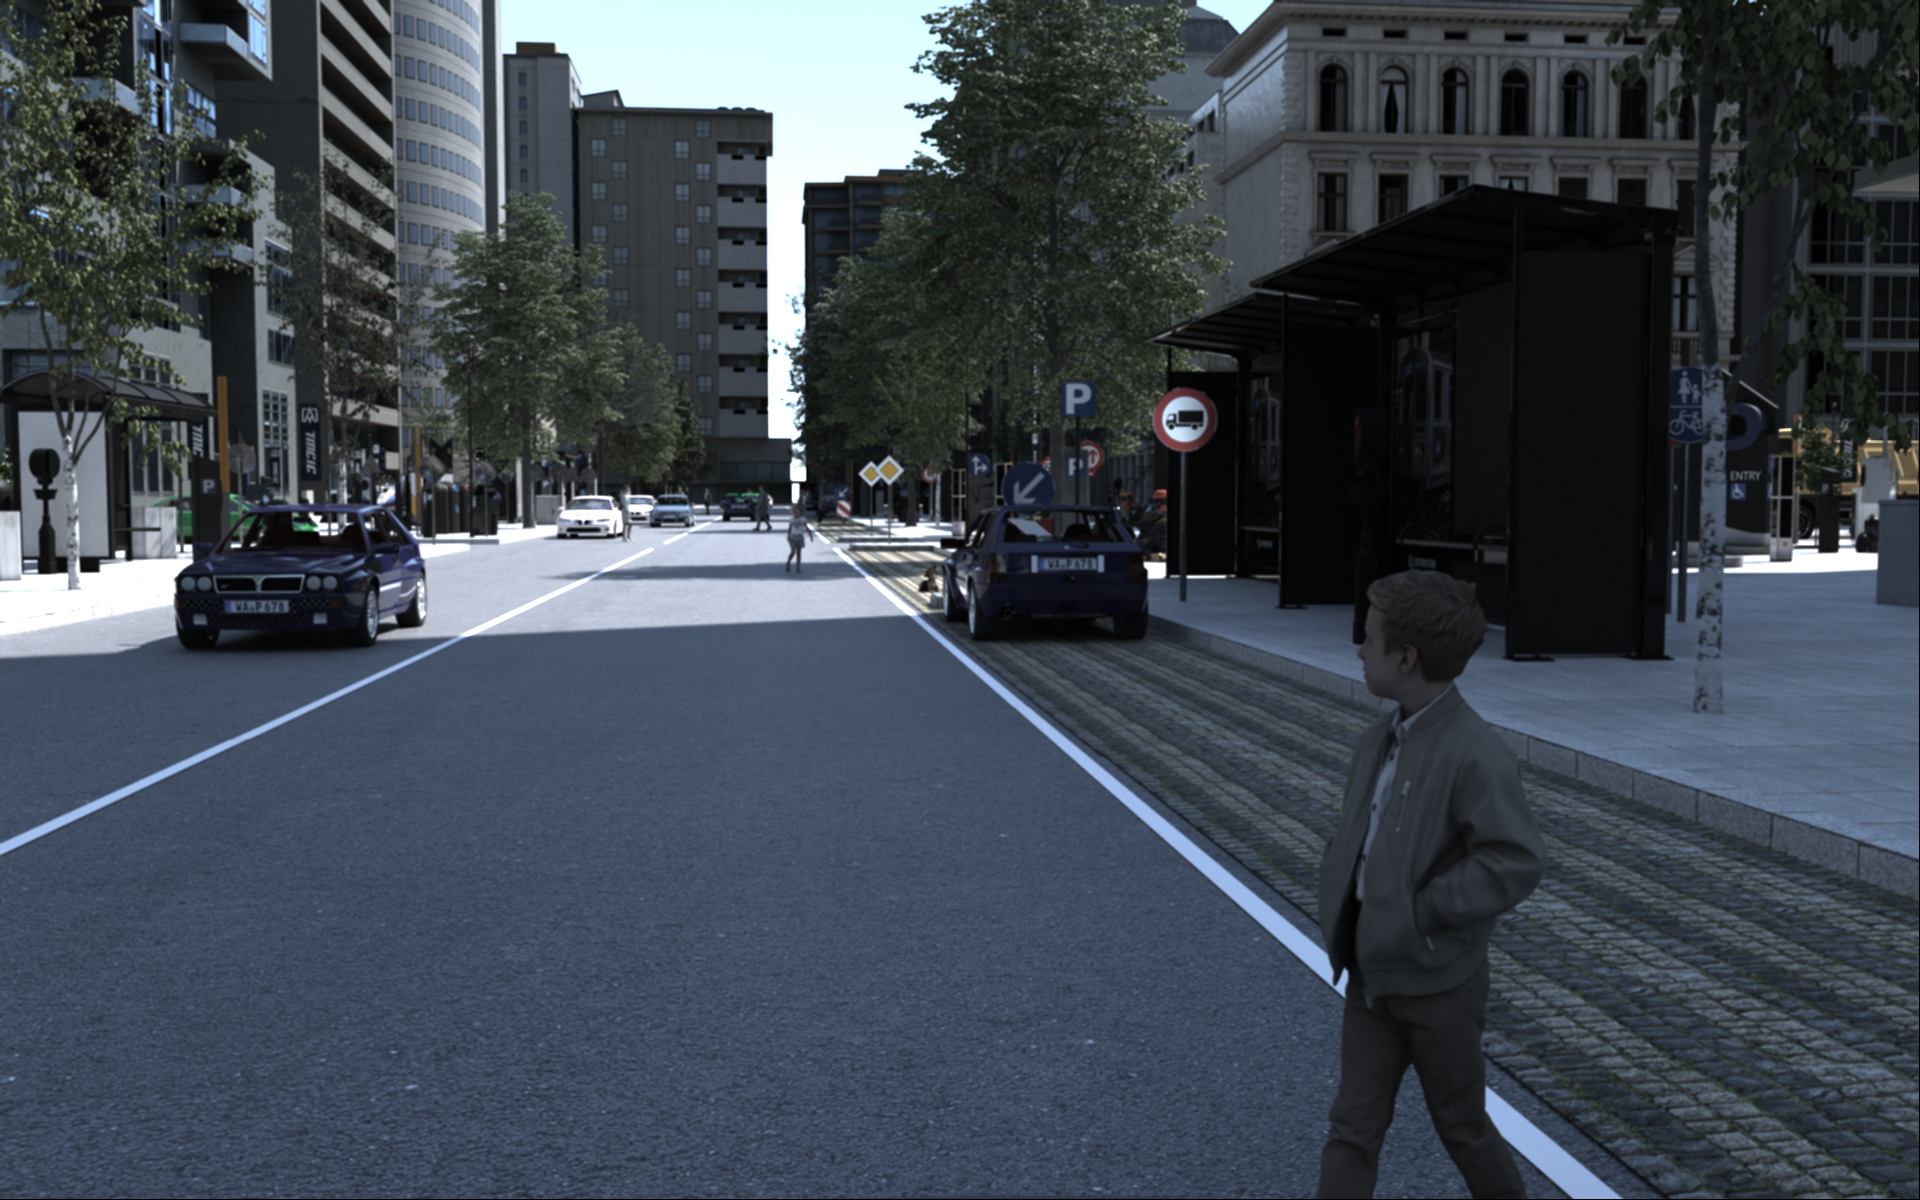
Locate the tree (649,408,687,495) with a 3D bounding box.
[{"bbox_3d":[-25.127,-12.014,146.791,4.737,8.622,4.395,0,3,0],"label":"tree"}]

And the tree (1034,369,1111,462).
[{"bbox_3d":[6.600,-8.875,95.461,4.360,8.622,3.978,0,3,0],"label":"tree"}]

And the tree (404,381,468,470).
[{"bbox_3d":[-34.365,-10.016,114.120,4.737,8.622,4.395,0,3,0],"label":"tree"}]

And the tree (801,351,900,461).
[{"bbox_3d":[-6.572,-11.594,115.311,9.928,11.665,9.643,0,3,0],"label":"tree"}]

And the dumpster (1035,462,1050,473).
[{"bbox_3d":[2.503,-3.108,53.314,1.502,2.255,1.985,0,4,-6],"label":"dumpster"}]

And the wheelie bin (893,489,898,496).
[{"bbox_3d":[-4.369,-6.602,115.846,0.693,1.594,0.980,0,4,6],"label":"wheelie bin"}]

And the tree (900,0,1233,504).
[{"bbox_3d":[1.731,-7.168,35.329,7.486,12.596,7.792,0,3,0],"label":"tree"}]

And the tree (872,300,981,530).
[{"bbox_3d":[-0.901,-6.842,62.221,4.737,8.622,4.395,0,3,0],"label":"tree"}]

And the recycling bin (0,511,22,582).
[{"bbox_3d":[-14.374,-0.793,25.517,0.722,1.027,0.722,2,4,30],"label":"recycling bin"}]

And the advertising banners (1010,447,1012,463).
[{"bbox_3d":[2.005,-4.168,64.342,0.090,3.025,2.074,0,4,-5],"label":"advertising banners"}]

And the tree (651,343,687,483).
[{"bbox_3d":[-22.424,-12.053,115.198,7.486,12.596,7.792,0,3,0],"label":"tree"}]

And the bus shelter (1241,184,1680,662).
[{"bbox_3d":[4.399,-1.533,16.340,1.731,3.624,6.357,0,4,-6],"label":"bus shelter"}]

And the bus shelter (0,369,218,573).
[{"bbox_3d":[-14.938,-2.252,30.744,2.014,3.302,5.546,0,4,-6],"label":"bus shelter"}]

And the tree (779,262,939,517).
[{"bbox_3d":[-5.143,-11.547,95.445,9.857,13.997,8.962,0,3,0],"label":"tree"}]

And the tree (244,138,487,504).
[{"bbox_3d":[-13.032,-5.302,37.057,4.360,8.622,3.978,0,3,0],"label":"tree"}]

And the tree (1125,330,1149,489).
[{"bbox_3d":[8.633,-7.536,73.568,4.360,8.622,3.978,0,3,0],"label":"tree"}]

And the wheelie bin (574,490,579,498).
[{"bbox_3d":[-26.300,-6.877,120.340,0.980,1.594,0.693,-2,4,-29],"label":"wheelie bin"}]

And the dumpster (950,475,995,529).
[{"bbox_3d":[0.408,-2.905,53.252,1.264,1.857,1.865,0,4,-6],"label":"dumpster"}]

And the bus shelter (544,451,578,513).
[{"bbox_3d":[-20.486,-6.619,85.858,2.179,5.291,8.768,0,4,-6],"label":"bus shelter"}]

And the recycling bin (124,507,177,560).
[{"bbox_3d":[-16.011,-1.327,34.247,0.722,1.027,0.722,2,4,34],"label":"recycling bin"}]

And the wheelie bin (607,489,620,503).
[{"bbox_3d":[-22.292,-6.345,111.648,0.693,1.594,0.980,1,4,13],"label":"wheelie bin"}]

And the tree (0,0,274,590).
[{"bbox_3d":[-11.628,-4.431,22.816,4.737,8.622,4.395,0,3,0],"label":"tree"}]

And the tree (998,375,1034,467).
[{"bbox_3d":[4.693,-9.350,103.233,4.360,8.622,3.978,0,3,0],"label":"tree"}]

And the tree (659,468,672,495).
[{"bbox_3d":[-28.085,-13.221,166.528,4.360,8.622,3.978,0,3,0],"label":"tree"}]

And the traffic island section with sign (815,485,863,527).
[{"bbox_3d":[-5.302,-4.165,76.720,1.989,1.847,2.006,0,4,-6],"label":"traffic island section with sign"}]

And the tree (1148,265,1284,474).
[{"bbox_3d":[8.927,-6.473,56.204,4.360,8.622,3.978,0,3,0],"label":"tree"}]

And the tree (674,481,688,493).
[{"bbox_3d":[-31.366,-12.233,194.618,1.663,3.219,1.824,0,3,0],"label":"tree"}]

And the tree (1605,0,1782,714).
[{"bbox_3d":[4.581,-3.634,9.773,4.737,8.622,4.395,0,3,0],"label":"tree"}]

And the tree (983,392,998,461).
[{"bbox_3d":[3.366,-10.306,118.862,4.360,8.622,3.978,0,3,0],"label":"tree"}]

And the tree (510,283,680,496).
[{"bbox_3d":[-21.094,-11.696,101.598,12.009,13.543,11.850,0,3,0],"label":"tree"}]

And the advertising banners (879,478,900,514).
[{"bbox_3d":[-4.379,-6.948,109.789,2.074,3.025,0.090,-3,5,-40],"label":"advertising banners"}]

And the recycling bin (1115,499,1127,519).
[{"bbox_3d":[8.331,-4.793,90.924,0.722,1.027,0.722,-1,4,-11],"label":"recycling bin"}]

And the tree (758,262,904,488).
[{"bbox_3d":[-9.957,-17.500,142.008,12.611,20.169,13.585,0,3,0],"label":"tree"}]

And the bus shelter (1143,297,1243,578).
[{"bbox_3d":[3.960,-1.962,23.359,1.731,3.624,6.357,0,4,-6],"label":"bus shelter"}]

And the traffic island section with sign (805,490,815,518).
[{"bbox_3d":[-8.289,-5.832,103.987,1.989,1.847,2.006,0,4,-6],"label":"traffic island section with sign"}]

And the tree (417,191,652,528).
[{"bbox_3d":[-16.246,-8.972,64.821,7.486,12.596,7.792,0,3,0],"label":"tree"}]

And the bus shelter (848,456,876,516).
[{"bbox_3d":[-6.144,-7.061,106.733,1.731,3.624,6.357,0,4,-6],"label":"bus shelter"}]

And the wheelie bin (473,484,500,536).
[{"bbox_3d":[-14.682,-2.803,53.744,0.693,1.594,0.980,2,4,34],"label":"wheelie bin"}]

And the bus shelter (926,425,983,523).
[{"bbox_3d":[-0.460,-6.400,82.265,2.179,5.291,8.768,0,4,-6],"label":"bus shelter"}]

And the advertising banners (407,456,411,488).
[{"bbox_3d":[-25.636,-5.061,78.940,2.074,3.025,0.090,1,4,13],"label":"advertising banners"}]

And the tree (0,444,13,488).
[{"bbox_3d":[-31.683,-3.808,56.856,1.663,3.219,1.824,0,3,0],"label":"tree"}]

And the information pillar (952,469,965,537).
[{"bbox_3d":[-0.031,-2.892,51.780,0.304,2.012,0.304,2,4,33],"label":"information pillar"}]

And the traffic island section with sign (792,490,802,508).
[{"bbox_3d":[-13.659,-8.856,153.424,1.989,1.847,2.006,0,4,-6],"label":"traffic island section with sign"}]

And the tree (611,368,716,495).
[{"bbox_3d":[-26.715,-14.612,155.921,9.611,12.733,9.660,0,3,0],"label":"tree"}]

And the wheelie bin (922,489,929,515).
[{"bbox_3d":[-1.981,-6.114,107.876,0.693,1.594,0.980,-2,4,-27],"label":"wheelie bin"}]

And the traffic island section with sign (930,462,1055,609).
[{"bbox_3d":[0.651,-0.817,21.987,1.989,1.847,2.006,0,4,-6],"label":"traffic island section with sign"}]

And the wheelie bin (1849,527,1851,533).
[{"bbox_3d":[29.538,-2.995,56.872,0.980,1.594,0.693,-3,5,-44],"label":"wheelie bin"}]

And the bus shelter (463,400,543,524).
[{"bbox_3d":[-20.150,-6.011,75.913,2.179,5.291,8.768,0,4,-6],"label":"bus shelter"}]

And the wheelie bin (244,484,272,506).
[{"bbox_3d":[-21.664,-2.787,53.480,0.980,1.594,0.693,1,4,16],"label":"wheelie bin"}]

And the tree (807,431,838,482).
[{"bbox_3d":[-13.475,-13.823,176.373,4.360,8.622,3.978,0,3,0],"label":"tree"}]

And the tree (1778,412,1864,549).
[{"bbox_3d":[20.282,-2.852,41.230,1.663,3.219,1.824,0,3,0],"label":"tree"}]
